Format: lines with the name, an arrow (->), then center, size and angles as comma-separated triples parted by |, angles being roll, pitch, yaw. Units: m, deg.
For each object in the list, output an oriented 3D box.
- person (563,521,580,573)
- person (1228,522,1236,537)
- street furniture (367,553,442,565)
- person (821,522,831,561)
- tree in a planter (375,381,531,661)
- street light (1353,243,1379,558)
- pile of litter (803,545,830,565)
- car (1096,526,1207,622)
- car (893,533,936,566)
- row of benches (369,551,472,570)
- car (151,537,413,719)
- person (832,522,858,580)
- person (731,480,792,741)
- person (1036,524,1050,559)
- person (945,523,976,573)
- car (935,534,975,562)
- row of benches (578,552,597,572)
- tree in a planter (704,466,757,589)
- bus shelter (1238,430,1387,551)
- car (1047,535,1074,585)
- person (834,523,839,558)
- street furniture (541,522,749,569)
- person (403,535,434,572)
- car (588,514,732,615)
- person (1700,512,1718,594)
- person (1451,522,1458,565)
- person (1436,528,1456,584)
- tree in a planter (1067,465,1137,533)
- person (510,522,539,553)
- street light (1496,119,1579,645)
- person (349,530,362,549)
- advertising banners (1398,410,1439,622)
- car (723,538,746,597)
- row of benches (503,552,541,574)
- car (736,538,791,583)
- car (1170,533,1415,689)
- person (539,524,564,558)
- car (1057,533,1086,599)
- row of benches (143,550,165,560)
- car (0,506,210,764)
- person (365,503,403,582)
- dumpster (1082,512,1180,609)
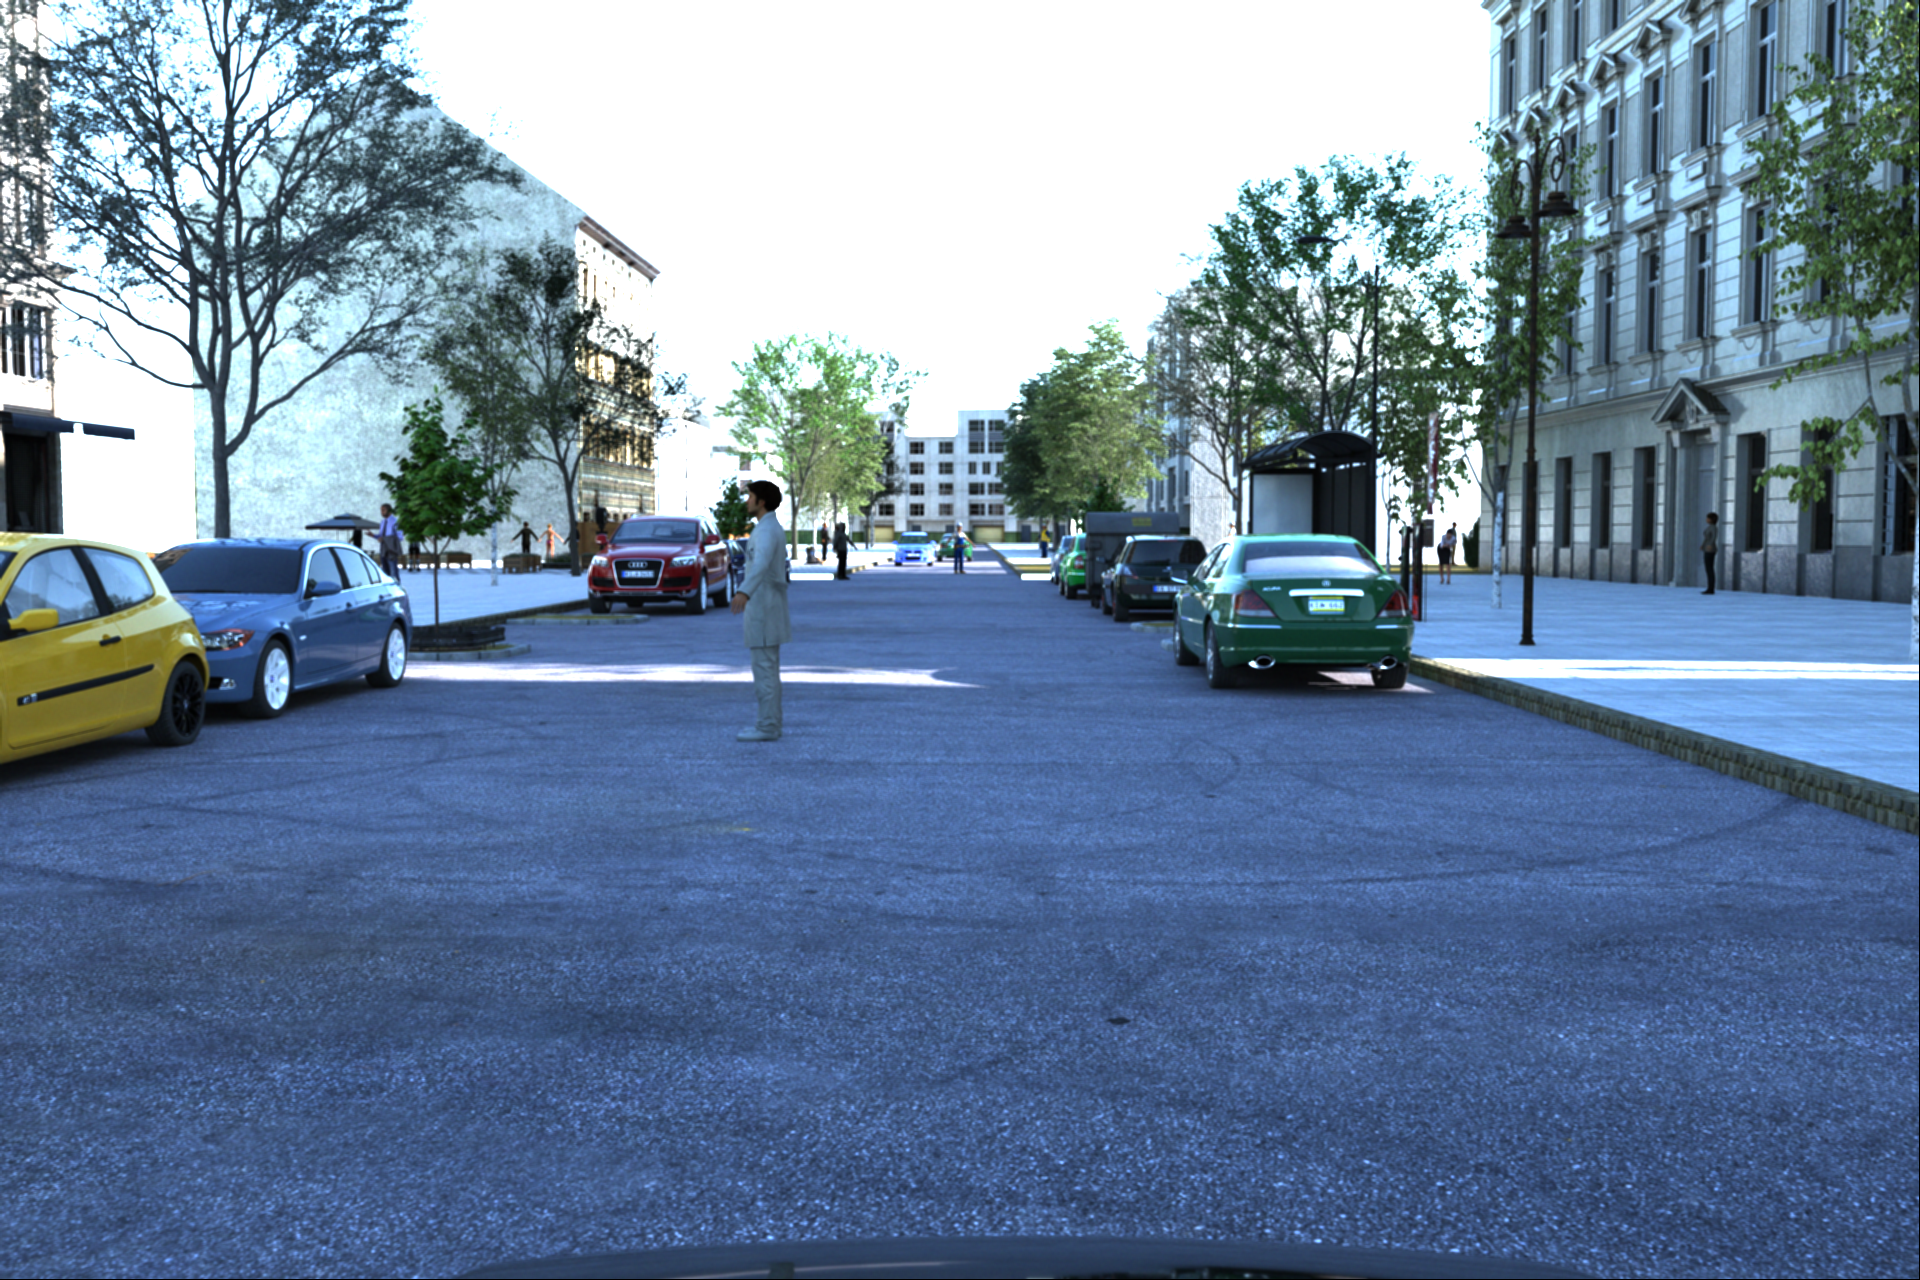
person -> -12.704, -3.053, 56.637 | 0.721, 1.740, 1.216 | -2, 4, -32
person -> 12.376, -4.473, 78.991 | 0.705, 1.847, 1.347 | 2, 4, 24
street furniture -> -26.648, -3.552, 73.705 | 10.072, 0.657, 5.734 | 1, 4, 15
person -> -6.039, -4.369, 77.656 | 0.704, 1.802, 1.346 | 1, 4, 10
tree in a planter -> -6.211, -1.421, 20.462 | 1.991, 3.239, 1.994 | 0, 4, 1
street light -> 7.019, -3.334, 27.054 | 1.470, 5.913, 1.316 | 0, 4, 1
pile of litter -> -6.105, -3.650, 73.647 | 1.176, 0.858, 1.719 | 0, 4, 0
car -> 3.373, -1.214, 29.641 | 2.009, 1.686, 4.222 | 0, 4, 1
car -> -2.060, -4.199, 78.240 | 1.945, 1.707, 3.694 | 0, 4, 0
row of benches -> -19.647, -2.934, 63.435 | 1.422, 0.672, 4.104 | 3, 4, 39
car -> -6.149, -0.181, 14.959 | 2.014, 1.417, 4.499 | 0, 4, 1
person -> -3.668, -2.807, 54.477 | 0.705, 1.813, 1.348 | 2, 4, 29
person -> -1.392, -0.213, 12.119 | 0.705, 1.806, 1.347 | 0, 4, 1
person -> 4.405, -5.203, 91.036 | 0.705, 1.833, 1.349 | -2, 4, -26
person -> -0.024, -3.358, 63.224 | 1.347, 1.847, 0.705 | -2, 4, -35
car -> -0.284, -4.813, 90.495 | 2.131, 1.459, 4.920 | 0, 3, 0
row of benches -> -11.096, -2.668, 59.081 | 4.104, 0.672, 1.422 | -1, 4, -22
tree in a planter -> -5.993, -2.977, 45.890 | 1.991, 3.239, 1.994 | 0, 4, 1
bus shelter -> 7.286, -2.599, 36.422 | 2.014, 3.302, 5.546 | 0, 4, 0
car -> 3.548, -2.336, 50.190 | 2.014, 1.417, 4.499 | 0, 4, 1
person -> -6.496, -5.244, 91.512 | 0.705, 1.856, 1.354 | 0, 4, -3
street furniture -> -11.554, -3.665, 66.777 | 11.010, 1.723, 9.812 | 1, 4, 20
person -> -18.727, -3.258, 59.408 | 1.345, 1.843, 0.704 | -1, 4, -13
car -> -5.544, -1.457, 32.503 | 2.281, 1.827, 5.304 | 0, 4, 0
person -> 15.930, -1.847, 36.956 | 0.721, 1.744, 1.215 | 1, 4, 16
person -> 20.315, -3.967, 71.129 | 0.705, 1.796, 1.348 | 1, 4, 18
person -> 12.516, -2.164, 44.608 | 0.628, 1.438, 0.799 | -2, 4, -27
tree in a planter -> 3.698, -2.927, 45.086 | 1.991, 3.239, 1.994 | 0, 4, 1
person -> -18.507, -4.136, 73.802 | 0.705, 1.806, 1.347 | 3, 5, 45
street light -> 6.571, -2.880, 19.884 | 0.468, 5.910, 1.993 | 0, 4, 1
person -> -22.138, -3.523, 63.537 | 0.705, 1.837, 1.347 | 0, 4, -3
advertising banners -> 6.767, -1.799, 25.605 | 0.090, 3.025, 2.074 | 0, 4, 1
car -> -5.934, -1.705, 40.459 | 1.945, 1.354, 3.894 | 0, 4, 0
row of benches -> -14.614, -2.589, 57.786 | 1.422, 0.672, 4.104 | 0, 4, -5
car -> -5.867, -2.271, 49.710 | 1.945, 1.354, 3.894 | 0, 4, 1
car -> 3.247, -0.348, 17.491 | 2.131, 1.459, 4.920 | 0, 4, 1
person -> -18.060, -4.259, 76.443 | 1.217, 1.733, 0.721 | 1, 4, 17
car -> 3.218, -1.873, 39.423 | 1.959, 1.807, 4.718 | 0, 4, 0
row of benches -> -31.649, -3.176, 67.398 | 4.104, 0.672, 1.422 | 2, 4, 26
car -> -6.091, -0.008, 10.357 | 2.015, 1.641, 3.980 | 0, 4, 1
person -> -10.533, -1.573, 31.632 | 0.709, 1.838, 0.599 | 3, 4, 36
dumpster -> 3.330, -1.559, 33.710 | 1.865, 1.857, 1.264 | 0, 4, 1
